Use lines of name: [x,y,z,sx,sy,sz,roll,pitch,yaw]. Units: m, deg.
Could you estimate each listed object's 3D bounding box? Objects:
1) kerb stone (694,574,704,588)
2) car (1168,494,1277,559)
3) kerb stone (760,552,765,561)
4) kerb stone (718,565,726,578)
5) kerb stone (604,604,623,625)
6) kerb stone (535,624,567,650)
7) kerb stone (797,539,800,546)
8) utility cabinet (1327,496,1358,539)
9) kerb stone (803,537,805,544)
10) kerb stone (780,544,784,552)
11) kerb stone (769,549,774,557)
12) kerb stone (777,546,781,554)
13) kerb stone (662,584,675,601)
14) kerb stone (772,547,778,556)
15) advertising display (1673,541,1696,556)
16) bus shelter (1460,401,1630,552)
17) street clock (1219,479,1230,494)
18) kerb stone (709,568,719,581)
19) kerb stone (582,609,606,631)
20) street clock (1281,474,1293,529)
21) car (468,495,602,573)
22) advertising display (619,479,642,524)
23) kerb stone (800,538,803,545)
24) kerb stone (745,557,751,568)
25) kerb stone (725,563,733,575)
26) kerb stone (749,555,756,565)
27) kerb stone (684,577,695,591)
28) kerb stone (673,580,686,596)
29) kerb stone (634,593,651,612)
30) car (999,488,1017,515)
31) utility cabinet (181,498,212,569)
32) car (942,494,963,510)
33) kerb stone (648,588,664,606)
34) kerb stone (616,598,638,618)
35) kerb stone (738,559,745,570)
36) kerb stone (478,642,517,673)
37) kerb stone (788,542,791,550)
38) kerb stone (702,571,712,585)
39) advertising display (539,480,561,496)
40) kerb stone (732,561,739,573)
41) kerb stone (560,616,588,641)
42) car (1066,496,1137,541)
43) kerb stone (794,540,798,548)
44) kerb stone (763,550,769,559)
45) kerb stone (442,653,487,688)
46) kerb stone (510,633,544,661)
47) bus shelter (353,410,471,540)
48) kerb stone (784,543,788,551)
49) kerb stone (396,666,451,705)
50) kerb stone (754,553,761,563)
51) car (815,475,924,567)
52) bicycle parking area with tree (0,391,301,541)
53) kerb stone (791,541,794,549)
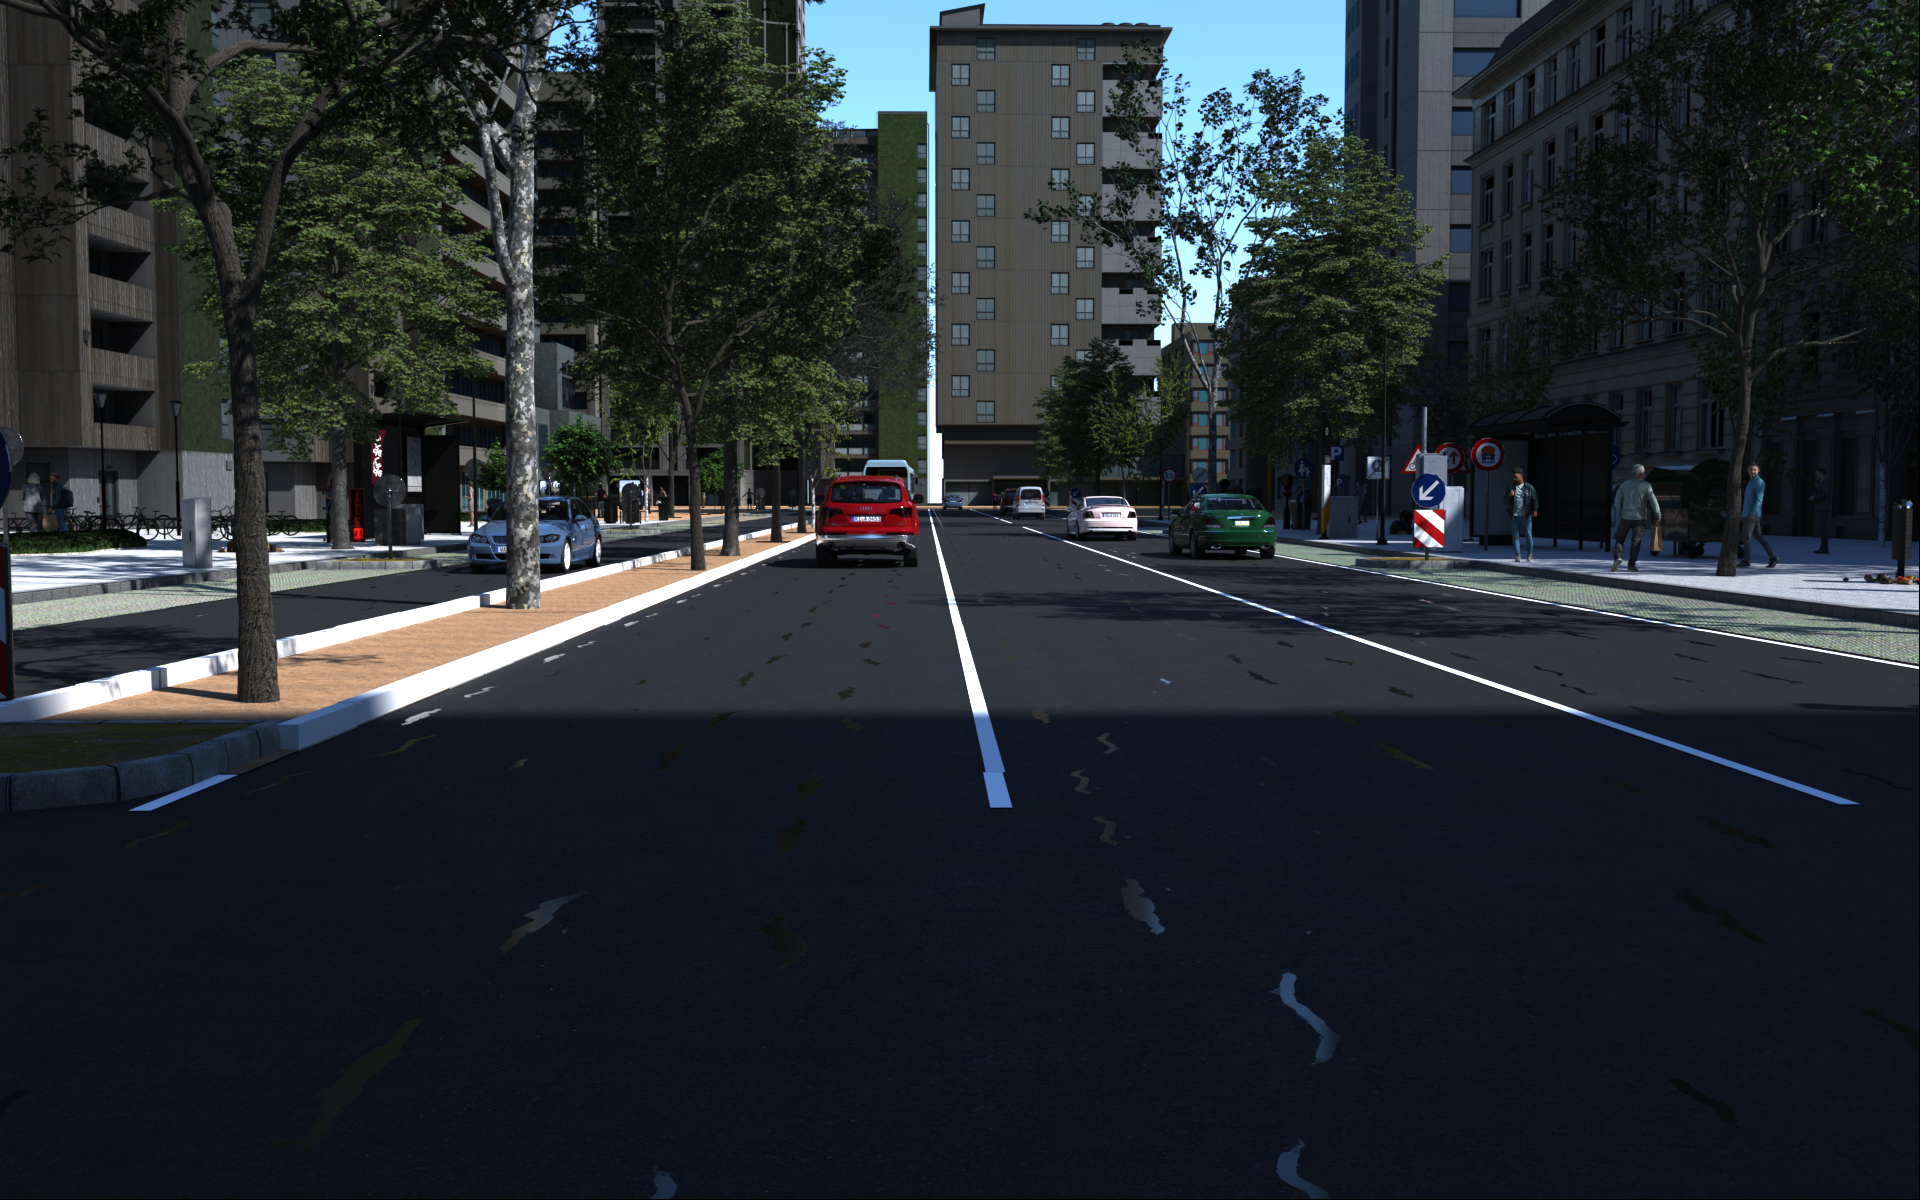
kerb stone: [-4.086,-0.259,26.553,0.120,0.150,1.000,0,4,-1]
car: [5.982,-1.710,39.753,2.131,1.459,4.920,0,4,-3]
kerb stone: [-4.304,-0.892,36.787,0.120,0.150,1.000,0,4,-1]
kerb stone: [-4.159,-0.454,29.621,0.120,0.150,1.000,0,4,-1]
kerb stone: [-3.942,0.177,19.366,0.120,0.150,1.000,0,4,-1]
kerb stone: [-3.885,0.361,16.299,0.120,0.150,1.000,0,4,-1]
kerb stone: [-4.502,-1.519,47.043,0.120,0.150,1.000,0,4,-1]
utility cabinet: [11.066,-2.391,50.254,1.020,1.237,0.306,-2,4,-28]
kerb stone: [-4.551,-1.645,49.093,0.120,0.150,1.000,0,4,-1]
kerb stone: [-4.411,-1.205,41.912,0.120,0.150,1.000,0,4,-1]
kerb stone: [-4.341,-1.018,38.838,0.120,0.150,1.000,0,4,-1]
kerb stone: [-4.378,-1.143,40.888,0.120,0.150,1.000,0,4,-1]
kerb stone: [-4.025,-0.075,23.477,0.120,0.150,1.000,0,4,-1]
kerb stone: [-4.361,-1.081,39.863,0.120,0.150,1.000,0,4,-1]
advertising display: [15.245,-1.907,36.395,0.974,1.923,0.123,-3,5,-41]
bus shelter: [13.581,-2.861,40.693,2.014,3.302,5.546,0,4,-1]
street clock: [12.479,-4.714,81.638,0.471,2.002,0.358,-2,4,-24]
kerb stone: [-4.134,-0.392,28.599,0.120,0.150,1.000,0,4,-1]
kerb stone: [-3.933,0.236,18.343,0.120,0.150,1.000,0,4,-1]
street clock: [11.964,-3.595,63.354,0.358,2.002,0.471,-1,4,-20]
car: [-7.989,-1.279,32.908,2.014,1.417,4.499,0,4,0]
advertising display: [-14.202,-4.244,74.595,0.974,1.923,0.123,0,4,-2]
kerb stone: [-4.524,-1.577,48.066,0.120,0.150,1.000,0,4,-1]
kerb stone: [-4.233,-0.704,33.712,0.120,0.150,1.000,0,4,-1]
kerb stone: [-4.176,-0.517,30.643,0.120,0.150,1.000,0,4,-1]
kerb stone: [-4.258,-0.759,34.741,0.120,0.150,1.000,0,4,-1]
kerb stone: [-4.071,-0.204,25.531,0.120,0.150,1.000,0,4,-1]
kerb stone: [-4.047,-0.141,24.504,0.120,0.150,1.000,0,4,-1]
kerb stone: [-3.987,0.048,21.418,0.120,0.150,1.000,0,4,-1]
car: [3.798,-6.719,118.525,2.281,1.827,5.304,0,4,-1]
utility cabinet: [-13.330,-1.166,30.223,0.306,1.237,1.020,-3,4,-36]
car: [-0.697,-8.997,159.107,2.014,1.417,4.499,0,4,-2]
kerb stone: [-4.009,-0.014,22.445,0.120,0.150,1.000,0,4,-1]
kerb stone: [-3.969,0.110,20.396,0.120,0.150,1.000,0,4,-1]
kerb stone: [-4.220,-0.642,32.690,0.120,0.150,1.000,0,4,-1]
kerb stone: [-3.842,0.486,14.248,0.120,0.150,1.000,0,4,-1]
kerb stone: [-4.445,-1.332,43.974,0.120,0.150,1.000,0,4,-1]
kerb stone: [-4.111,-0.326,27.577,0.120,0.150,1.000,0,4,-1]
advertising display: [-18.508,-4.462,78.163,0.974,1.923,0.123,-2,4,-30]
kerb stone: [-4.198,-0.576,31.665,0.120,0.150,1.000,0,4,-1]
kerb stone: [-3.908,0.298,17.321,0.120,0.150,1.000,0,4,-1]
car: [4.446,-2.582,54.585,2.083,1.381,4.827,0,4,-3]
kerb stone: [-4.480,-1.457,46.021,0.120,0.150,1.000,0,4,-1]
kerb stone: [-4.324,-0.952,37.809,0.120,0.150,1.000,0,4,-1]
kerb stone: [-3.822,0.549,13.225,0.120,0.150,1.000,0,4,-1]
kerb stone: [-3.865,0.426,15.275,0.120,0.150,1.000,0,4,-1]
bus shelter: [-16.228,-3.691,51.637,1.731,3.624,6.357,0,4,-1]
kerb stone: [-4.429,-1.269,42.938,0.120,0.150,1.000,0,4,-1]
kerb stone: [-3.805,0.611,12.201,0.120,0.150,1.000,0,4,-1]
kerb stone: [-4.280,-0.830,35.765,0.120,0.150,1.000,0,4,-1]
car: [-1.873,-1.644,35.556,2.281,1.827,5.304,0,4,-2]
bicycle parking area with tree: [-23.831,-3.899,50.749,9.016,4.147,8.231,1,4,10]
kerb stone: [-4.466,-1.395,44.999,0.120,0.150,1.000,0,4,-1]
